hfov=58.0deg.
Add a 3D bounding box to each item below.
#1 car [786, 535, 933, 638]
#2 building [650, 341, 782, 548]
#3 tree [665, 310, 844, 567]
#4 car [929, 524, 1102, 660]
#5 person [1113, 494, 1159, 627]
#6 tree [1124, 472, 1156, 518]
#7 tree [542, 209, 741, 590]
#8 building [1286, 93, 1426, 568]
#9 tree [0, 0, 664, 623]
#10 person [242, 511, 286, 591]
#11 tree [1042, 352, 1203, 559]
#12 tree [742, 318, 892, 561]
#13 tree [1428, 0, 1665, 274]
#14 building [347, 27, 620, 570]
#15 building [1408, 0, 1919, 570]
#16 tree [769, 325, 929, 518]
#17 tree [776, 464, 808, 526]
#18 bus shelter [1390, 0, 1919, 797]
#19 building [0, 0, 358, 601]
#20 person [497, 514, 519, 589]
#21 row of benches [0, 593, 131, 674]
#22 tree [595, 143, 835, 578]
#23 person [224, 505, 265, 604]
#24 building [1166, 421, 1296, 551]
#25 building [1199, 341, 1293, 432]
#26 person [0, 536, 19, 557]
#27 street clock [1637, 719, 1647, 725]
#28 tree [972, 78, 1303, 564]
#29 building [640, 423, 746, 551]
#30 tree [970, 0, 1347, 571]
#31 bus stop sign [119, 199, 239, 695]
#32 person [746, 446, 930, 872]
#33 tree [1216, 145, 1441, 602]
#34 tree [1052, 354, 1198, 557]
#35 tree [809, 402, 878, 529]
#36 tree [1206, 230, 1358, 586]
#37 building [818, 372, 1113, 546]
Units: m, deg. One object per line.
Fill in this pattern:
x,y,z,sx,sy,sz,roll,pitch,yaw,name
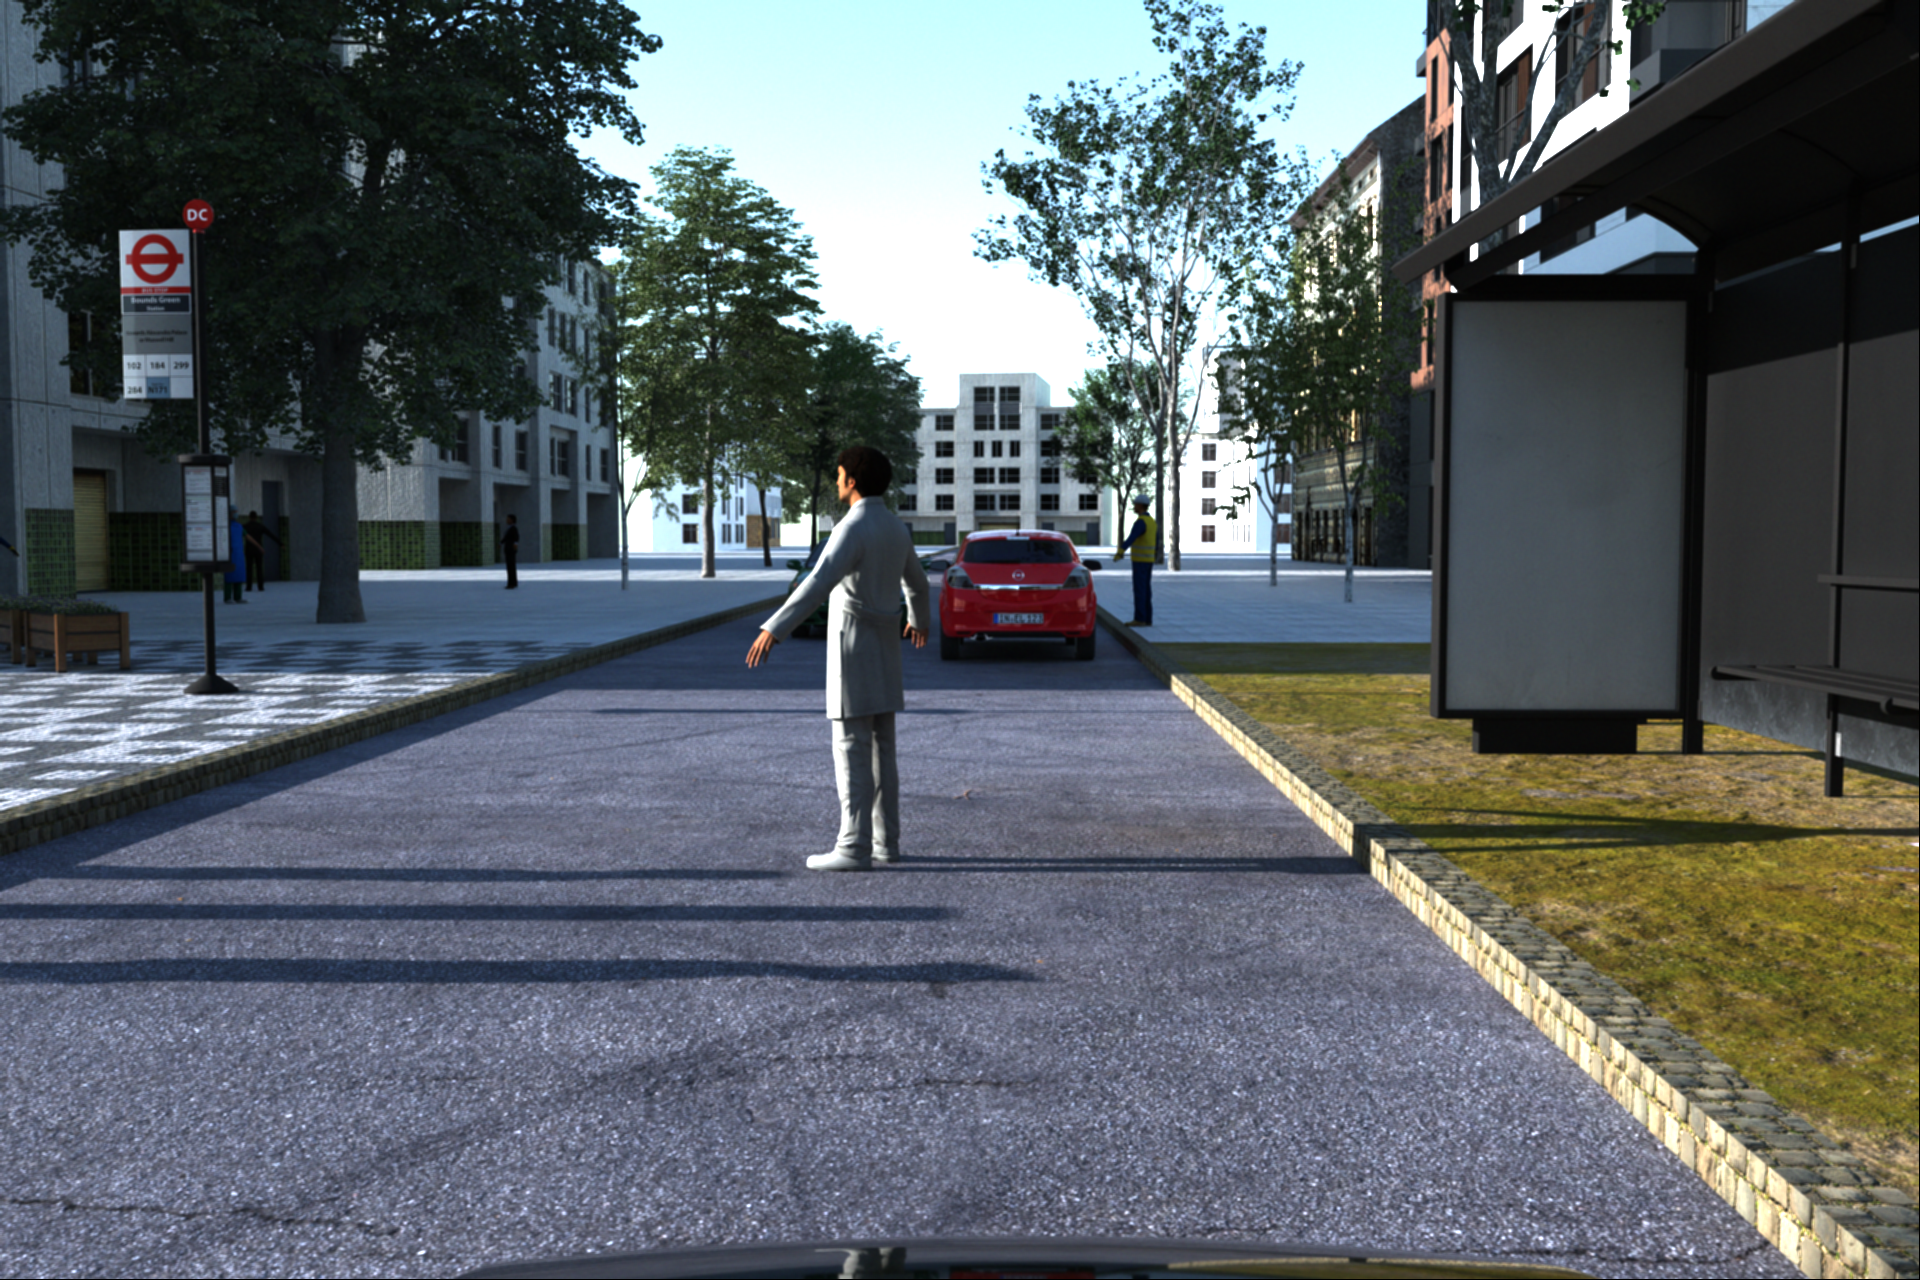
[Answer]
-1.416,-0.837,25.487,2.131,1.459,4.920,0,4,1,car
-23.787,-18.931,165.935,16.016,20.090,11.380,0,4,2,building
-7.869,-8.195,68.399,7.601,10.594,8.767,2,4,31,tree
0.685,-0.743,21.188,2.155,1.783,4.494,0,4,1,car
2.508,-1.110,24.117,0.705,1.833,1.349,2,4,29,person
20.428,-14.920,194.301,4.737,8.622,4.395,0,3,0,tree
-7.908,-5.465,39.711,4.360,8.622,3.978,0,3,0,tree
25.289,-14.903,74.587,19.493,23.208,18.063,0,4,1,building
-9.106,-7.226,24.799,9.857,13.997,8.962,0,3,0,tree
-15.896,-2.004,38.992,1.346,1.802,0.704,-2,4,-24,person
8.253,-9.453,88.968,8.767,10.594,7.601,1,4,11,tree
-6.854,-9.595,82.632,9.928,11.665,9.643,0,3,0,tree
8.100,-10.128,21.487,12.611,20.169,13.585,0,3,0,tree
-26.971,-12.863,76.763,16.747,18.905,31.486,0,4,1,building
26.861,-12.434,47.269,27.936,21.610,32.646,0,4,1,building
-6.644,-12.170,105.637,9.857,13.997,8.962,0,3,0,tree
-21.170,-17.821,198.021,9.857,13.997,8.962,0,3,0,tree
3.516,-0.833,7.551,2.014,3.302,5.546,0,4,1,bus shelter
-25.477,-10.097,31.547,16.747,18.905,31.486,0,4,2,building
-10.572,-2.066,40.495,0.721,1.740,1.216,-2,4,-33,person
-9.342,-0.124,17.485,1.422,0.672,4.104,-3,5,-43,row of benches
-7.242,-8.139,51.196,7.486,12.596,7.792,0,3,0,tree
-13.361,-1.575,31.885,0.704,1.817,1.347,1,4,20,person
22.847,-12.261,142.611,9.099,9.664,28.070,0,4,1,building
28.731,-19.190,170.184,16.016,20.090,11.380,0,4,1,building
-15.332,-1.268,27.192,0.721,1.772,1.216,1,4,21,person
4.525,-0.434,11.665,0.358,2.002,0.471,0,4,2,street clock
7.180,-13.317,73.621,12.611,20.169,13.585,0,3,0,tree
-22.281,-12.404,144.951,9.099,9.664,28.070,0,4,2,building
6.606,-12.412,58.818,12.611,20.169,13.585,0,3,0,tree
-6.291,-1.543,13.931,0.855,3.939,0.416,0,4,3,bus stop sign
-0.439,0.071,7.479,0.705,1.806,1.347,2,4,29,person
7.167,-5.015,32.352,4.737,8.622,4.395,0,3,0,tree
9.264,-10.562,98.440,9.928,11.665,9.643,0,3,0,tree
-7.041,-8.837,94.844,4.360,8.622,3.978,0,3,0,tree
7.806,-5.652,42.769,4.737,8.622,4.395,0,3,0,tree
1.117,-20.077,197.168,31.486,18.905,16.747,1,4,9,building
